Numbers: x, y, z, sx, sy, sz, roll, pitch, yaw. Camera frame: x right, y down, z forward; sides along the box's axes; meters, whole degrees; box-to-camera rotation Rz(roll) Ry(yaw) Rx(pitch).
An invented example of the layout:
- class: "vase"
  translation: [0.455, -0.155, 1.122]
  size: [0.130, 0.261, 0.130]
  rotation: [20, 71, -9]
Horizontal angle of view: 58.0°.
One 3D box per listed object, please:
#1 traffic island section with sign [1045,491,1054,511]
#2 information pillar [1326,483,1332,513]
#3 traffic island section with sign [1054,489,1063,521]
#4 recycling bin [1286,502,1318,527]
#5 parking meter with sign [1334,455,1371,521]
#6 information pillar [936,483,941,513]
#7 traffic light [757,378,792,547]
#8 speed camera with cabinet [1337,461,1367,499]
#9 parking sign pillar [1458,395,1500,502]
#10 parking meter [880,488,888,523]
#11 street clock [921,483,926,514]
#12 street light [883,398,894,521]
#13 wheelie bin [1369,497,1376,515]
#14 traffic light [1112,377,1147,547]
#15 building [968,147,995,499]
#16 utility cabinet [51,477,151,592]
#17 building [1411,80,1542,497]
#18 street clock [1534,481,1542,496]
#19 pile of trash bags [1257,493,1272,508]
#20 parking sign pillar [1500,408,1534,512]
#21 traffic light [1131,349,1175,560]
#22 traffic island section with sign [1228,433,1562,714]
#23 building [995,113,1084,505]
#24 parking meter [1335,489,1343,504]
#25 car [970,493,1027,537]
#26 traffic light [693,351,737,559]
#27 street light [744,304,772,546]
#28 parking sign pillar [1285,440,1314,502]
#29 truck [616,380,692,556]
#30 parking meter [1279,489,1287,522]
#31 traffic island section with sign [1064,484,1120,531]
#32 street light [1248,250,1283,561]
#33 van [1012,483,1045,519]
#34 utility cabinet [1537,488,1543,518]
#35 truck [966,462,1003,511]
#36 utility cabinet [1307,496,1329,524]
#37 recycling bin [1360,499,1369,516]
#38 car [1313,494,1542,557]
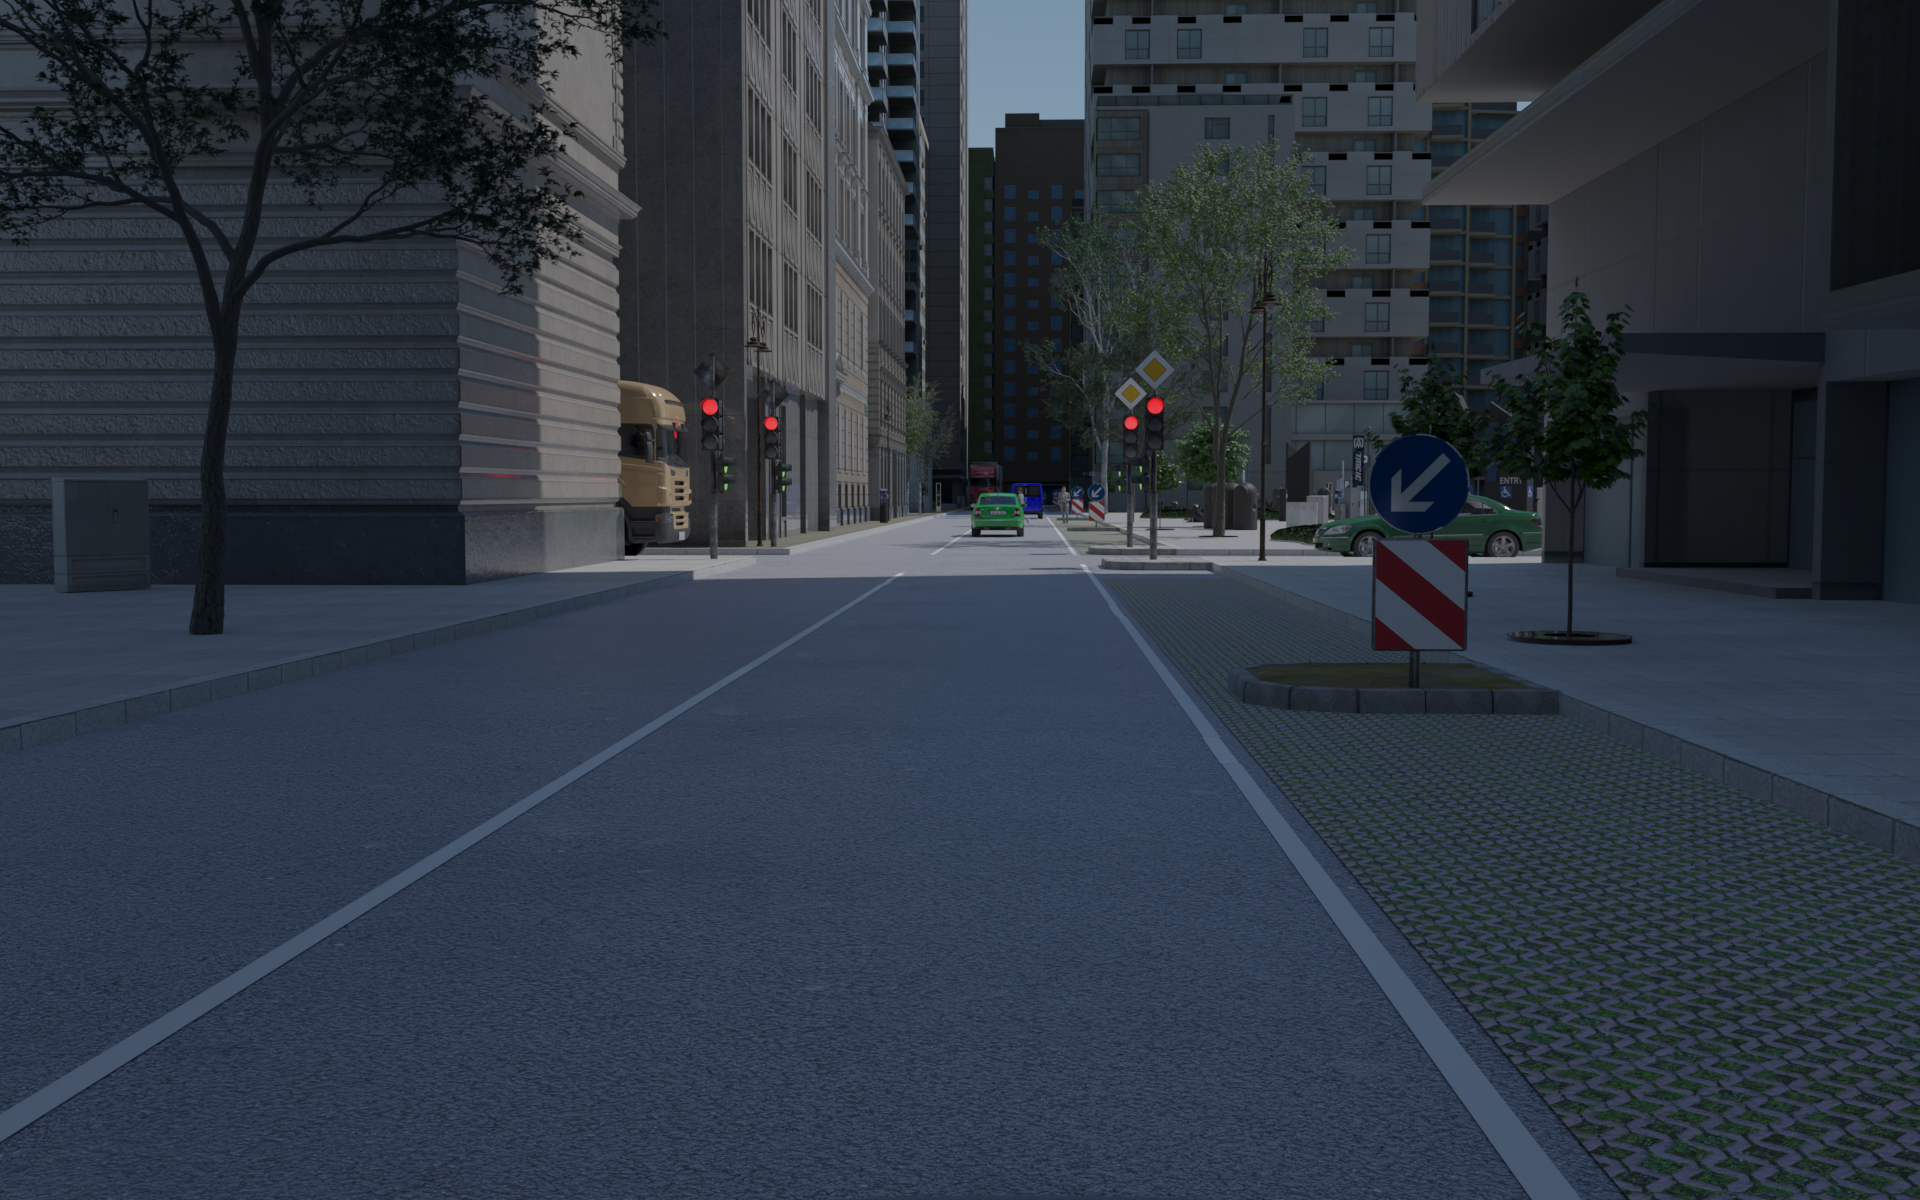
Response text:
- class: "traffic island section with sign"
  translation: [8.232, -8.250, 143.522]
  size: [1.989, 1.847, 2.006]
  rotation: [0, 4, 2]
- class: "information pillar"
  translation: [23.743, -6.542, 111.460]
  size: [0.304, 2.012, 0.304]
  rotation: [-1, 4, -19]
- class: "traffic island section with sign"
  translation: [6.230, -5.214, 93.875]
  size: [1.989, 1.847, 2.006]
  rotation: [0, 4, 2]
- class: "recycling bin"
  translation: [10.631, -2.527, 53.871]
  size: [0.722, 1.027, 0.722]
  rotation: [-2, 4, -24]
- class: "parking meter with sign"
  translation: [17.311, -4.910, 76.540]
  size: [1.738, 3.016, 0.543]
  rotation: [-2, 4, -33]
- class: "information pillar"
  translation: [-1.446, -6.805, 115.758]
  size: [0.304, 2.012, 0.304]
  rotation: [0, 4, -4]
- class: "traffic light"
  translation: [-4.520, -3.251, 42.068]
  size: [0.839, 4.253, 0.868]
  rotation: [0, 4, 2]
- class: "speed camera with cabinet"
  translation: [23.350, -6.617, 102.524]
  size: [2.038, 3.252, 0.660]
  rotation: [1, 4, 12]
- class: "parking sign pillar"
  translation: [12.932, -3.451, 44.898]
  size: [1.447, 3.967, 1.447]
  rotation: [0, 4, -2]
- class: "parking meter"
  translation: [-3.374, -4.180, 76.749]
  size: [0.372, 1.533, 0.369]
  rotation: [0, 3, 0]
- class: "street clock"
  translation: [-2.476, -6.702, 114.145]
  size: [0.471, 2.002, 0.358]
  rotation: [-3, 5, -45]
- class: "street light"
  translation: [-3.417, -6.704, 82.404]
  size: [0.468, 5.910, 1.993]
  rotation: [0, 4, 2]
- class: "wheelie bin"
  translation: [19.775, -4.549, 82.280]
  size: [0.980, 1.594, 0.693]
  rotation: [2, 4, 25]
- class: "traffic light"
  translation: [4.085, -3.230, 41.738]
  size: [0.839, 4.253, 0.868]
  rotation: [0, 4, 2]
- class: "building"
  translation: [-2.728, -32.039, 207.430]
  size: [14.086, 41.232, 14.154]
  rotation: [0, 4, 2]
- class: "utility cabinet"
  translation: [-11.339, -0.870, 22.906]
  size: [0.318, 1.500, 1.173]
  rotation: [2, 4, 31]
- class: "building"
  translation: [43.555, -32.112, 179.662]
  size: [28.867, 44.769, 22.147]
  rotation: [0, 4, 2]
- class: "street clock"
  translation: [23.469, -4.017, 70.251]
  size: [0.358, 2.002, 0.471]
  rotation: [2, 4, 34]
- class: "pile of trash bags"
  translation: [20.124, -6.331, 113.268]
  size: [1.912, 1.369, 3.447]
  rotation: [-2, 4, -28]
- class: "parking sign pillar"
  translation: [15.889, -3.770, 50.116]
  size: [1.447, 3.967, 1.447]
  rotation: [3, 5, 42]
- class: "traffic light"
  translation: [3.763, -2.742, 33.760]
  size: [0.839, 4.253, 0.868]
  rotation: [0, 4, 2]
- class: "traffic island section with sign"
  translation: [2.939, -0.216, 12.160]
  size: [1.989, 1.847, 2.006]
  rotation: [0, 4, 2]
- class: "building"
  translation: [11.406, -34.048, 206.796]
  size: [14.200, 45.320, 14.600]
  rotation: [0, 4, 2]
- class: "parking meter"
  translation: [18.006, -4.523, 82.359]
  size: [0.372, 1.533, 0.369]
  rotation: [0, 3, 0]
- class: "car"
  translation: [1.314, -3.096, 59.420]
  size: [1.959, 1.807, 4.718]
  rotation: [0, 4, 2]
- class: "traffic light"
  translation: [-4.842, -2.763, 34.090]
  size: [0.839, 4.253, 0.868]
  rotation: [0, 4, 2]
- class: "street light"
  translation: [-4.914, -4.253, 42.328]
  size: [0.468, 5.910, 1.993]
  rotation: [0, 4, 2]
- class: "parking sign pillar"
  translation: [17.760, -6.283, 91.203]
  size: [1.447, 3.967, 1.447]
  rotation: [-2, 4, -33]
- class: "truck"
  translation: [-10.955, -2.984, 37.702]
  size: [11.283, 4.237, 2.839]
  rotation: [0, 4, 4]
- class: "parking meter"
  translation: [15.069, -4.427, 80.792]
  size: [0.372, 1.533, 0.369]
  rotation: [0, 3, 0]
- class: "traffic island section with sign"
  translation: [5.144, -3.567, 66.942]
  size: [1.989, 1.847, 2.006]
  rotation: [0, 4, 2]
- class: "street light"
  translation: [5.807, -3.688, 33.089]
  size: [0.468, 5.910, 1.993]
  rotation: [0, 4, 2]
- class: "van"
  translation: [3.877, -5.901, 100.867]
  size: [2.240, 2.365, 5.245]
  rotation: [0, 4, 2]
- class: "utility cabinet"
  translation: [20.831, -3.225, 61.404]
  size: [0.318, 1.500, 1.173]
  rotation: [3, 5, 40]
- class: "truck"
  translation: [2.295, -10.077, 153.668]
  size: [2.839, 4.237, 11.283]
  rotation: [0, 4, 4]
- class: "utility cabinet"
  translation: [13.982, -3.463, 67.782]
  size: [0.306, 1.237, 1.020]
  rotation: [-2, 4, -26]
- class: "recycling bin"
  translation: [23.004, -5.154, 96.817]
  size: [0.722, 1.027, 0.722]
  rotation: [-1, 4, -17]
- class: "car"
  translation: [10.101, -1.563, 37.351]
  size: [4.920, 1.459, 2.131]
  rotation: [0, 4, 1]
